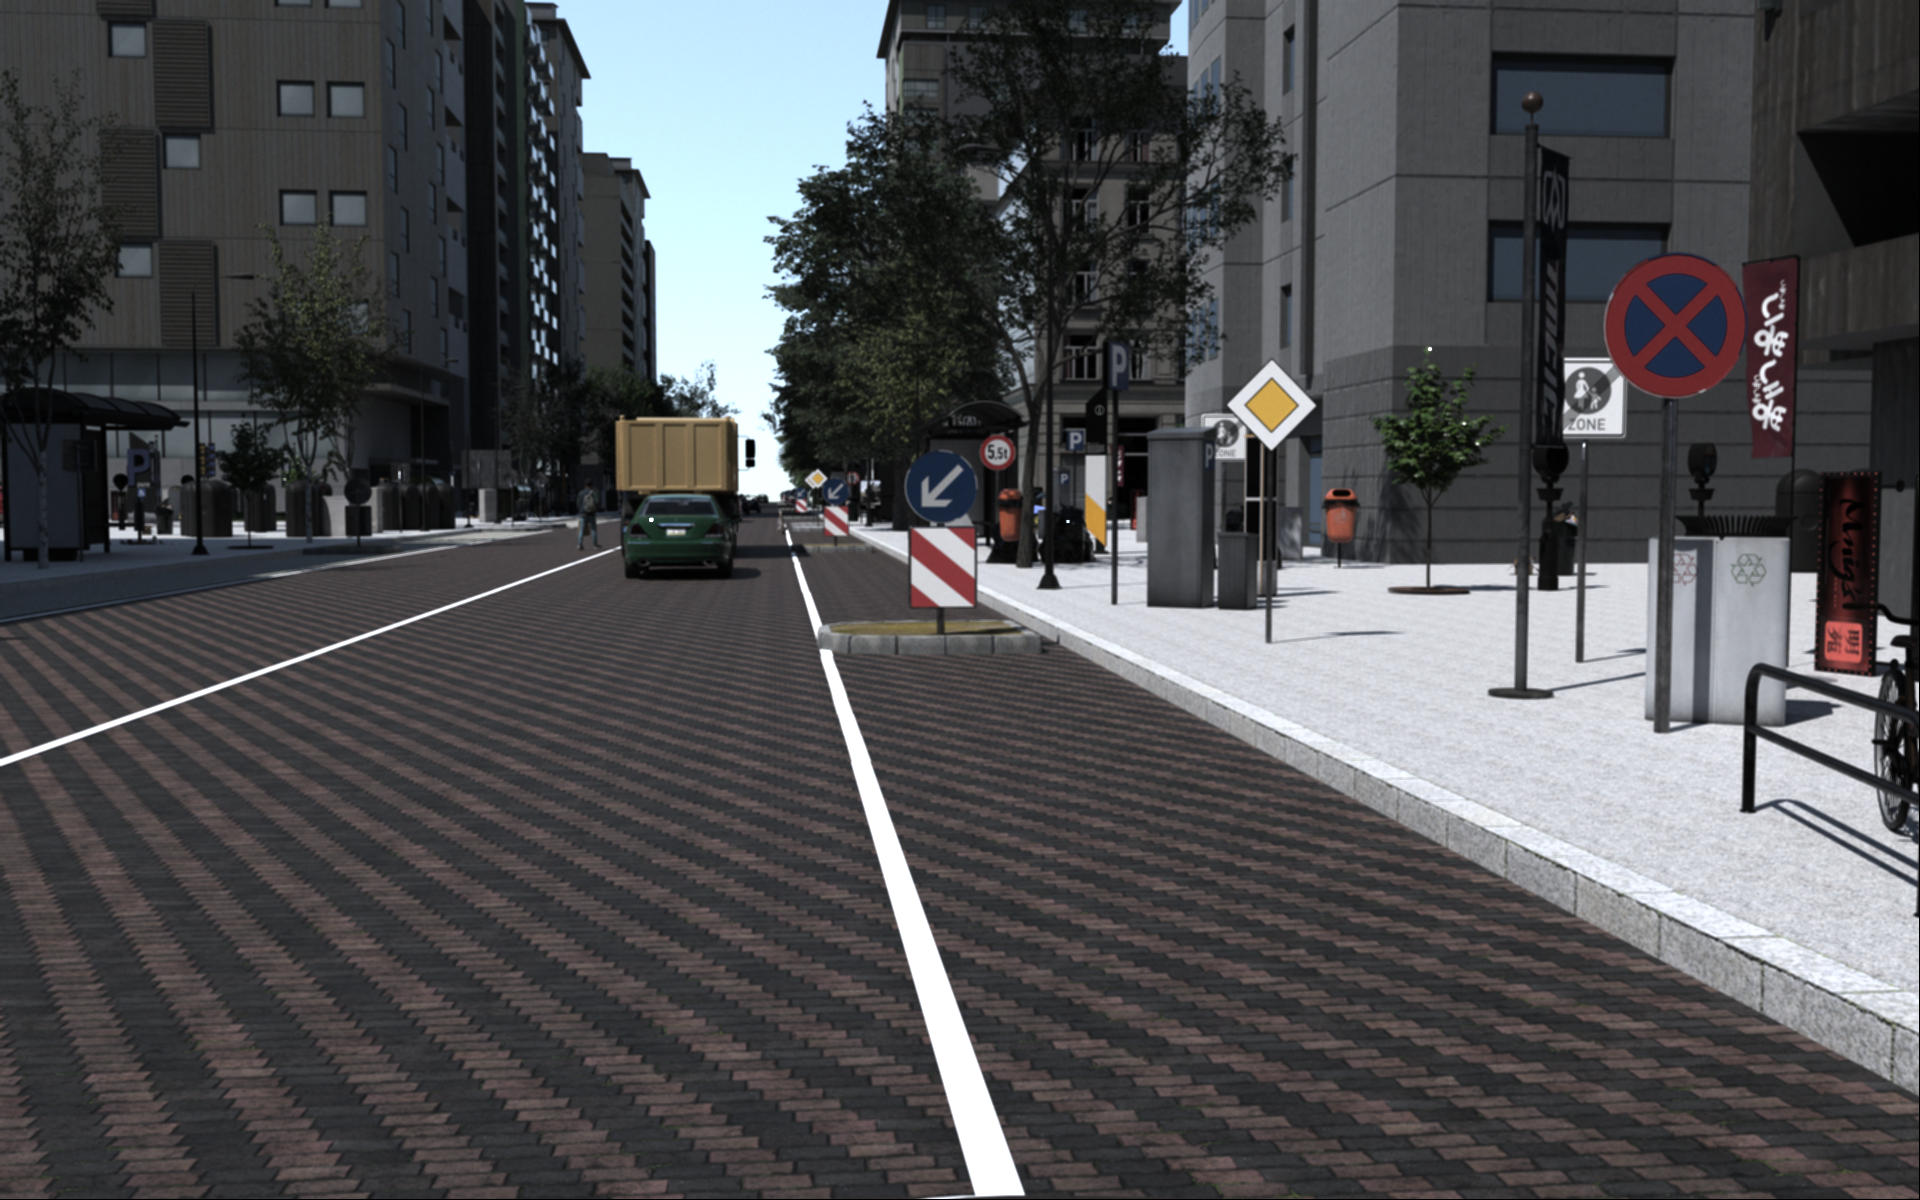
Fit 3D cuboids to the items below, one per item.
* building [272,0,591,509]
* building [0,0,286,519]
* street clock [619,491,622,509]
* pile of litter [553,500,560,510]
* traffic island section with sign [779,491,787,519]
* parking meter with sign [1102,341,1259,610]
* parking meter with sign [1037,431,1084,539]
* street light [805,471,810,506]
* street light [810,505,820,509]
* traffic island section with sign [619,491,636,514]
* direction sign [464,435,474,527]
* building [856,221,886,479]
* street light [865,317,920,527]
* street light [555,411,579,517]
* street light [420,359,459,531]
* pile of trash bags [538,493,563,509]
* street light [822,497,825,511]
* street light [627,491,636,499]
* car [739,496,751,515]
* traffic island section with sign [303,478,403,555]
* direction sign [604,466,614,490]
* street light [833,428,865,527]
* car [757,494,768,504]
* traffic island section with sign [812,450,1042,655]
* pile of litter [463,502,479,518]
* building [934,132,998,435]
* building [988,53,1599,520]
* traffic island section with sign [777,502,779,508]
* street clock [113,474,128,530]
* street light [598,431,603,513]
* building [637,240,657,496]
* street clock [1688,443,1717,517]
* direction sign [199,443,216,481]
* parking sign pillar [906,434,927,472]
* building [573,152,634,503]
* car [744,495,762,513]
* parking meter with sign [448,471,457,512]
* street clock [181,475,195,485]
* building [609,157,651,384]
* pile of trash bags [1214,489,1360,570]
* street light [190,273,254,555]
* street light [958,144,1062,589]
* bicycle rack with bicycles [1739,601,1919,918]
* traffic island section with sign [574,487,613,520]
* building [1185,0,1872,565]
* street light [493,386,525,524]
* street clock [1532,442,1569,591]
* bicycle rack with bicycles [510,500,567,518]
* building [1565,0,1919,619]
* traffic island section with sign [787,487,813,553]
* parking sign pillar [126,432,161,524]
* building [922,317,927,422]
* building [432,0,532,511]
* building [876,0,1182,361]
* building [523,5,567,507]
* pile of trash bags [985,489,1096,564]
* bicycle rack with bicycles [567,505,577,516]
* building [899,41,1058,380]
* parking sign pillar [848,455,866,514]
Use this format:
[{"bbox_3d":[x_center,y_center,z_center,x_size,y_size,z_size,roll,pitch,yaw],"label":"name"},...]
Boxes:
[{"bbox_3d":[-56.112,-36.786,190.682,28.713,52.752,27.495,0,4,-6],"label":"building"},{"bbox_3d":[-43.801,-31.130,98.215,28.713,52.752,27.495,0,4,-6],"label":"building"},{"bbox_3d":[-28.756,-8.709,146.962,0.471,2.002,0.358,-1,4,-12],"label":"street clock"},{"bbox_3d":[-32.227,-7.634,138.781,1.719,0.858,1.176,1,4,16],"label":"pile of litter"},{"bbox_3d":[-9.157,-5.496,98.486,1.989,1.847,2.006,0,4,-6],"label":"traffic island section with sign"},{"bbox_3d":[2.508,-1.427,19.596,1.738,3.016,0.543,2,4,30],"label":"parking meter with sign"},{"bbox_3d":[2.762,-3.202,48.621,0.543,3.016,1.738,-2,4,-29],"label":"parking meter with sign"},{"bbox_3d":[-10.584,-9.496,127.803,1.470,5.913,1.316,0,4,-6],"label":"street light"},{"bbox_3d":[-8.239,-8.132,105.493,1.470,5.913,1.316,0,4,-6],"label":"street light"},{"bbox_3d":[-23.378,-7.058,124.019,1.989,1.847,2.006,0,4,-6],"label":"traffic island section with sign"},{"bbox_3d":[-18.908,-4.561,66.575,0.379,3.537,0.876,-1,4,-13],"label":"direction sign"},{"bbox_3d":[-8.465,-35.139,258.120,14.154,41.232,14.086,0,4,-6],"label":"building"},{"bbox_3d":[-1.656,-4.465,45.538,1.470,5.913,1.316,0,4,-6],"label":"street light"},{"bbox_3d":[-22.027,-7.615,97.038,1.470,5.913,1.316,0,4,-6],"label":"street light"},{"bbox_3d":[-17.886,-5.319,59.502,1.470,5.913,1.316,0,4,-6],"label":"street light"},{"bbox_3d":[-31.353,-7.398,130.717,3.447,1.369,1.912,0,4,2],"label":"pile of trash bags"},{"bbox_3d":[-5.695,-6.736,82.679,1.470,5.913,1.316,0,4,-6],"label":"street light"},{"bbox_3d":[-26.688,-10.344,141.662,1.470,5.913,1.316,0,4,-6],"label":"street light"},{"bbox_3d":[-15.337,-6.521,119.194,1.945,1.354,3.894,0,4,-7],"label":"car"},{"bbox_3d":[-14.549,-2.021,41.679,1.989,1.847,2.006,0,4,-6],"label":"traffic island section with sign"},{"bbox_3d":[-28.147,-8.979,138.807,0.876,3.537,0.379,-1,4,-14],"label":"direction sign"},{"bbox_3d":[-4.115,-5.828,67.836,1.470,5.913,1.316,0,4,-6],"label":"street light"},{"bbox_3d":[-29.509,-15.223,258.687,2.009,1.686,4.222,0,4,-5],"label":"car"},{"bbox_3d":[-0.352,-0.476,16.410,1.989,1.847,2.006,0,4,-6],"label":"traffic island section with sign"},{"bbox_3d":[-25.756,-4.785,92.200,1.176,0.858,1.719,3,5,41],"label":"pile of litter"},{"bbox_3d":[5.492,-20.385,120.682,14.401,28.519,23.554,0,4,-6],"label":"building"},{"bbox_3d":[17.026,-15.895,93.161,30.059,22.955,16.112,0,4,-6],"label":"building"},{"bbox_3d":[-12.028,-7.135,125.289,1.989,1.847,2.006,0,4,-6],"label":"traffic island section with sign"},{"bbox_3d":[-29.805,-3.484,61.542,0.471,2.002,0.358,-2,4,-33],"label":"street clock"},{"bbox_3d":[-24.274,-8.980,119.359,1.470,5.913,1.316,0,4,-6],"label":"street light"},{"bbox_3d":[-59.016,-39.405,294.382,14.600,45.320,14.200,0,4,-6],"label":"building"},{"bbox_3d":[10.527,-1.225,24.604,0.358,2.002,0.471,3,5,45],"label":"street clock"},{"bbox_3d":[-33.394,-5.192,76.879,0.876,3.537,0.379,1,4,20],"label":"direction sign"},{"bbox_3d":[-1.583,-4.801,66.965,1.447,3.967,1.447,1,4,15],"label":"parking sign pillar"},{"bbox_3d":[-58.315,-38.182,247.984,21.300,48.544,21.600,0,4,-6],"label":"building"},{"bbox_3d":[-16.027,-7.279,131.594,1.945,1.354,3.894,0,4,-5],"label":"car"},{"bbox_3d":[-35.398,-7.627,120.959,0.543,3.016,1.738,-1,4,-14],"label":"parking meter with sign"},{"bbox_3d":[-29.181,-3.726,65.495,0.471,2.002,0.358,-1,4,-23],"label":"street clock"},{"bbox_3d":[-63.774,-41.803,272.720,28.713,52.752,27.495,0,4,-6],"label":"building"},{"bbox_3d":[5.164,-1.241,30.042,3.447,1.369,1.912,1,4,10],"label":"pile of trash bags"},{"bbox_3d":[-15.545,-3.914,36.527,1.470,5.913,1.316,0,4,-6],"label":"street light"},{"bbox_3d":[0.669,-3.100,23.225,1.470,5.913,1.316,0,4,-6],"label":"street light"},{"bbox_3d":[4.081,0.445,6.107,2.852,0.926,2.925,1,4,9],"label":"bicycle rack with bicycles"},{"bbox_3d":[-20.452,-5.387,96.709,1.989,1.847,2.006,0,4,-6],"label":"traffic island section with sign"},{"bbox_3d":[16.763,-30.749,44.753,21.231,58.520,28.212,0,4,-6],"label":"building"},{"bbox_3d":[-19.439,-6.251,74.745,1.470,5.913,1.316,0,4,-6],"label":"street light"},{"bbox_3d":[7.816,-1.125,22.966,0.471,2.002,0.358,-2,4,-33],"label":"street clock"},{"bbox_3d":[-22.871,-4.816,92.131,2.852,0.926,2.925,0,4,3],"label":"bicycle rack with bicycles"},{"bbox_3d":[15.270,-14.894,15.225,14.160,30.474,14.107,0,4,-6],"label":"building"},{"bbox_3d":[-3.231,-2.115,43.211,1.989,1.847,2.006,0,4,-6],"label":"traffic island section with sign"},{"bbox_3d":[-35.275,-5.283,74.845,1.447,3.967,1.447,0,4,6],"label":"parking sign pillar"},{"bbox_3d":[2.072,-16.971,142.107,10.561,19.102,19.286,0,4,-6],"label":"building"},{"bbox_3d":[-41.020,-27.419,131.895,14.154,41.232,14.086,0,4,-6],"label":"building"},{"bbox_3d":[6.410,-36.252,181.966,28.713,52.752,27.495,0,4,-6],"label":"building"},{"bbox_3d":[-50.078,-33.162,161.803,23.786,49.044,30.456,0,4,-6],"label":"building"},{"bbox_3d":[1.354,-1.364,32.058,1.912,1.369,3.447,1,4,17],"label":"pile of trash bags"},{"bbox_3d":[-24.197,-5.413,101.880,2.925,0.926,2.852,-1,4,-16],"label":"bicycle rack with bicycles"},{"bbox_3d":[1.270,-29.193,160.899,14.154,41.232,14.086,0,4,-6],"label":"building"},{"bbox_3d":[-6.672,-7.475,110.687,1.447,3.967,1.447,3,5,44],"label":"parking sign pillar"}]
